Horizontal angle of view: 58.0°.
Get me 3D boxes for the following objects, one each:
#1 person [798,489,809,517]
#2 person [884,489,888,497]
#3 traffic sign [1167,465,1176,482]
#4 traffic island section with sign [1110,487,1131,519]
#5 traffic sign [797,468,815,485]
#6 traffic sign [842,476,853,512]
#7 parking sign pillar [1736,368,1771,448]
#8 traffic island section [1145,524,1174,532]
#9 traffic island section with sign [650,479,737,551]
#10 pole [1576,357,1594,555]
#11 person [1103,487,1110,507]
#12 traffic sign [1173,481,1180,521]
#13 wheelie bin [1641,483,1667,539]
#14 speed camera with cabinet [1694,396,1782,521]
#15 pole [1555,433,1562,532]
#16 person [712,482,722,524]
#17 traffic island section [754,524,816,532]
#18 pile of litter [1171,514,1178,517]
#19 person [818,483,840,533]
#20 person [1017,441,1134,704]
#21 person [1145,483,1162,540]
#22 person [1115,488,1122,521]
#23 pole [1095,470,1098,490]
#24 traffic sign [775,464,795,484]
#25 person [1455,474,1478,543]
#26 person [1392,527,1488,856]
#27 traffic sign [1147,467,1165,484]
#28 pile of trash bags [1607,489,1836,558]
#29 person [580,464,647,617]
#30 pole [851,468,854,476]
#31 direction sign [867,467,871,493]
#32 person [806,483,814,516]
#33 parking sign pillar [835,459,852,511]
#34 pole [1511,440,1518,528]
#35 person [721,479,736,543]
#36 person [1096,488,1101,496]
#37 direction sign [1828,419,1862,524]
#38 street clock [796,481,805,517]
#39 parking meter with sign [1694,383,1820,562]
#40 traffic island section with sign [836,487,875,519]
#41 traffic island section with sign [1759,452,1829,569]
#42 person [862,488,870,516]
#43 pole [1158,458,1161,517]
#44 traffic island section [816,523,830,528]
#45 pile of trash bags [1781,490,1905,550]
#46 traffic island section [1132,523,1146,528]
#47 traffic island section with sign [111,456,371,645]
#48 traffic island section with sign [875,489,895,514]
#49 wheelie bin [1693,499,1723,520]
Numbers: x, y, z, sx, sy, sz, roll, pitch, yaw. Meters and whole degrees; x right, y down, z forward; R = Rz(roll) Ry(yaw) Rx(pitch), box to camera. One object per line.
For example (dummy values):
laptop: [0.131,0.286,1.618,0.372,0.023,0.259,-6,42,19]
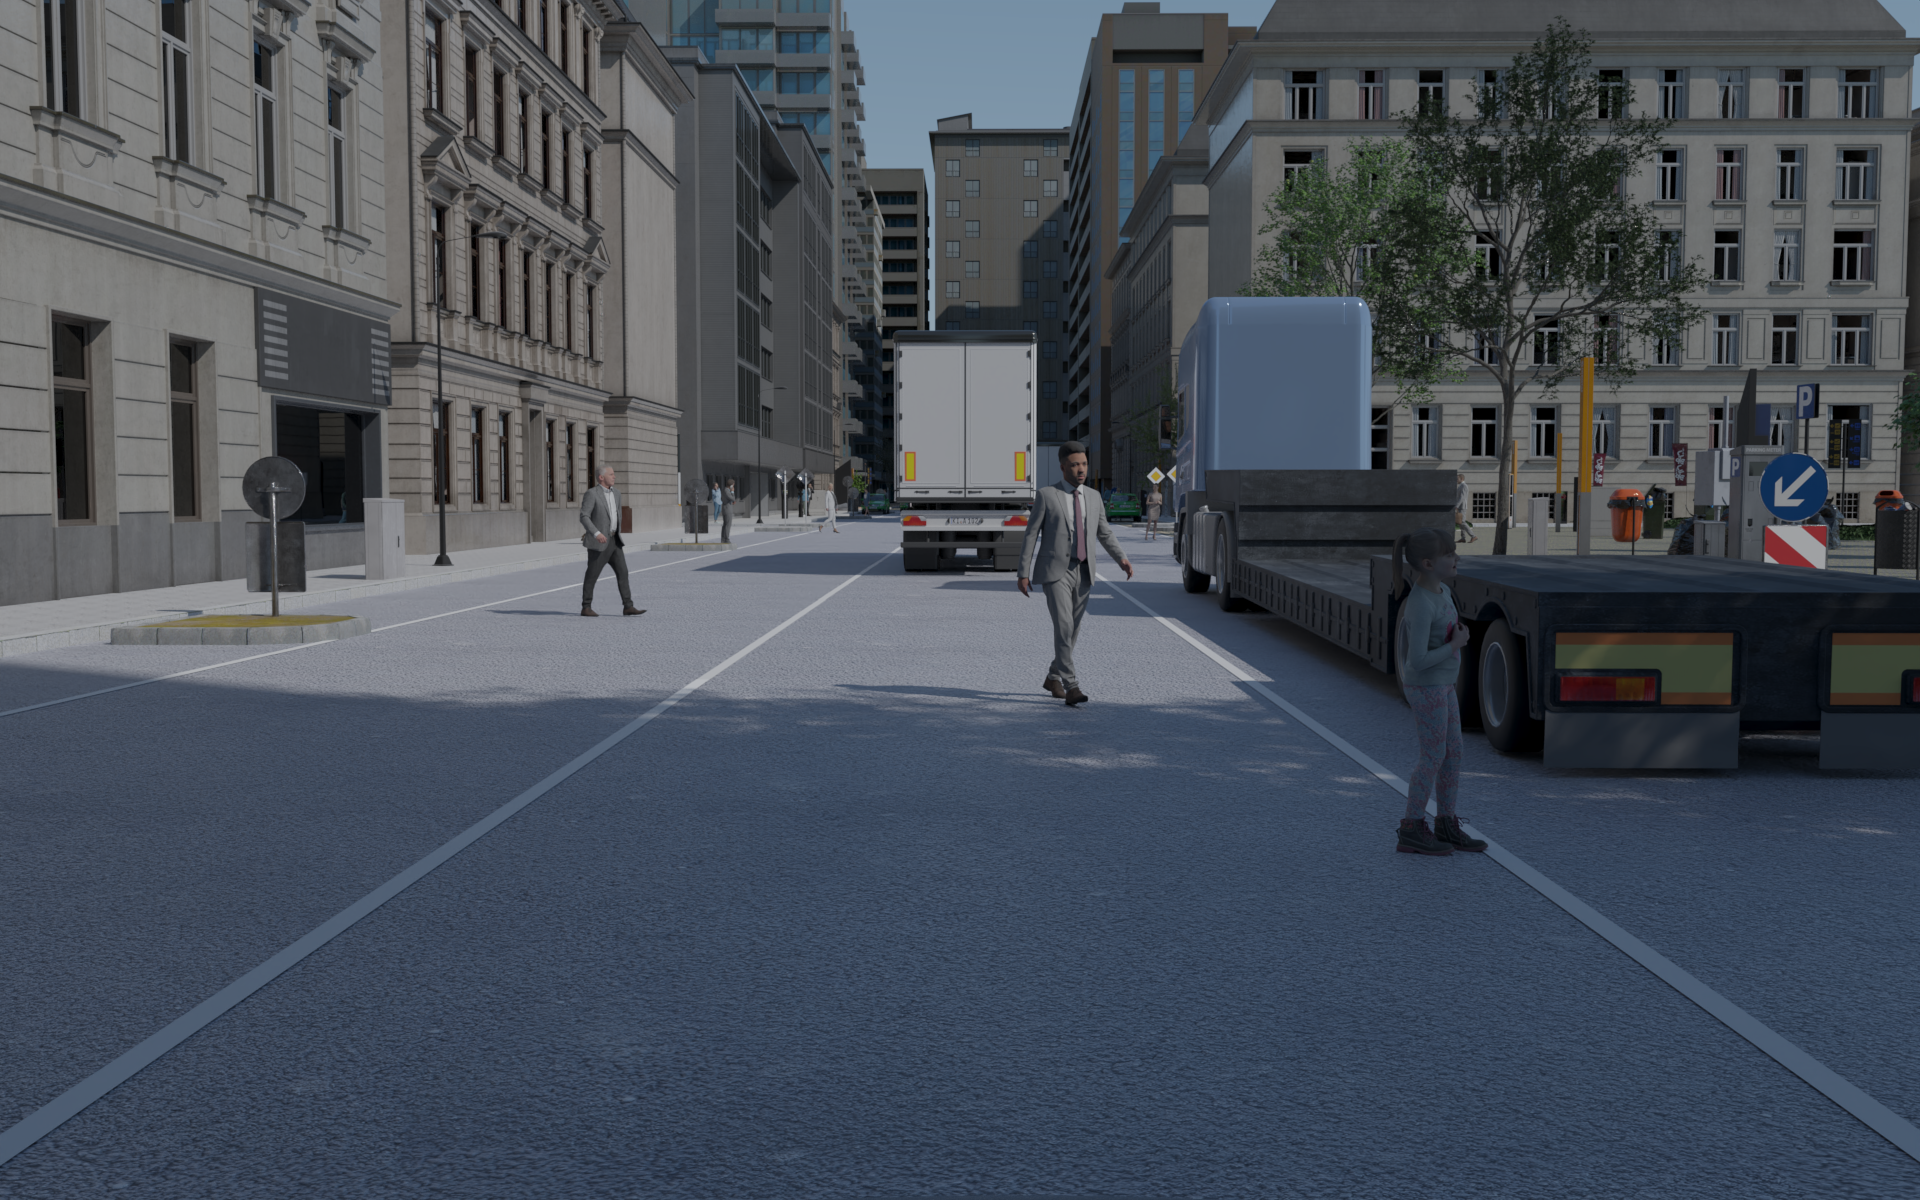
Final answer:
person: [-8.943,-5.648,98.737,0.601,1.785,0.444,2,4,26]
person: [-5.638,-7.343,128.762,0.583,1.804,0.606,0,4,3]
traffic sign: [8.400,-3.962,66.968,0.795,2.593,0.064,0,4,1]
traffic island section with sign: [8.814,-5.572,99.728,1.989,1.847,2.006,0,4,1]
traffic sign: [-6.698,-4.463,75.153,0.795,2.593,0.064,0,4,1]
traffic sign: [-7.865,-7.420,121.427,0.768,2.556,0.104,0,4,4]
parking sign pillar: [17.283,-3.018,37.814,1.447,3.967,1.447,1,4,14]
traffic island section: [8.424,-2.738,67.051,2.009,0.180,2.903,0,4,1]
traffic island section with sign: [-6.764,-2.184,44.329,1.989,1.847,2.006,0,4,1]
pole: [9.374,-1.965,25.976,0.158,3.312,0.155,0,3,0]
person: [10.965,-7.514,128.752,0.638,1.841,0.748,-1,4,-15]
traffic sign: [10.361,-4.876,81.856,0.606,2.300,0.079,0,4,5]
wheelie bin: [19.894,-2.554,49.668,0.693,1.594,0.980,1,4,18]
speed camera with cabinet: [16.008,-2.510,35.370,2.038,3.252,0.660,-1,4,-20]
pole: [20.053,-3.924,58.000,0.158,3.312,0.155,0,3,0]
person: [-10.607,-4.230,75.463,0.793,1.790,0.793,-1,4,-11]
traffic island section: [-6.816,-2.750,67.235,2.009,0.180,2.903,0,4,1]
pile of litter: [12.356,-5.031,96.216,1.176,0.858,1.719,0,4,-6]
person: [-4.793,-3.361,63.338,0.818,1.842,0.514,0,4,-1]
person: [0.751,-0.192,11.913,0.678,1.792,0.850,-2,4,-25]
person: [6.014,-2.746,53.739,0.599,1.781,0.374,-1,4,-12]
person: [8.505,-5.161,93.237,0.694,1.780,0.624,0,4,3]
pole: [11.351,-9.183,143.991,0.158,3.312,0.155,0,3,0]
traffic sign: [-6.793,-3.974,67.168,0.795,2.593,0.064,0,4,1]
person: [13.183,-2.409,45.543,0.853,1.813,0.709,0,4,7]
person: [1.919,0.359,6.914,0.394,1.301,0.425,1,4,13]
traffic sign: [8.495,-4.450,74.953,0.795,2.593,0.064,0,4,1]
pile of trash bags: [12.898,-1.238,29.996,3.447,1.369,1.912,0,4,-6]
person: [-4.078,-0.691,20.189,0.834,1.777,0.661,2,4,25]
pole: [-8.545,-8.803,137.769,0.158,3.312,0.155,0,3,0]
direction sign: [-7.582,-9.354,144.929,0.379,3.537,0.876,1,4,17]
person: [-8.702,-5.799,100.215,0.474,1.900,0.648,1,4,15]
parking sign pillar: [-9.007,-8.883,133.701,1.447,3.967,1.447,1,4,12]
pole: [21.048,-4.402,65.816,0.158,3.312,0.155,0,3,0]
person: [-6.524,-2.483,48.906,0.447,1.846,0.655,-2,4,-29]
person: [11.267,-8.255,141.215,0.583,1.804,0.606,1,4,23]
direction sign: [26.820,-3.704,52.562,0.876,3.537,0.379,2,4,31]
street clock: [-8.732,-5.525,94.899,0.358,2.002,0.471,2,4,34]
parking meter with sign: [12.605,-1.909,27.480,1.738,3.016,0.543,0,4,-2]
traffic island section with sign: [-6.101,-5.577,99.818,1.989,1.847,2.006,0,4,1]
traffic island section with sign: [7.842,-0.529,17.273,1.989,1.847,2.006,0,4,1]
person: [-6.089,-6.424,113.555,0.654,1.822,0.581,-3,5,-40]
pole: [11.309,-6.383,98.200,0.158,3.312,0.155,0,3,0]
traffic island section: [-6.722,-3.238,75.220,2.009,0.180,2.903,0,4,1]
pile of trash bags: [20.233,-1.881,40.500,1.912,1.369,3.447,-3,5,-41]
traffic island section: [8.518,-3.227,75.035,2.009,0.180,2.903,0,4,1]
traffic island section with sign: [-7.074,-0.535,17.376,1.989,1.847,2.006,0,4,1]
traffic island section with sign: [-5.785,-7.233,126.889,1.989,1.847,2.006,0,4,1]
wheelie bin: [22.004,-2.631,50.925,0.693,1.594,0.980,0,4,-6]
